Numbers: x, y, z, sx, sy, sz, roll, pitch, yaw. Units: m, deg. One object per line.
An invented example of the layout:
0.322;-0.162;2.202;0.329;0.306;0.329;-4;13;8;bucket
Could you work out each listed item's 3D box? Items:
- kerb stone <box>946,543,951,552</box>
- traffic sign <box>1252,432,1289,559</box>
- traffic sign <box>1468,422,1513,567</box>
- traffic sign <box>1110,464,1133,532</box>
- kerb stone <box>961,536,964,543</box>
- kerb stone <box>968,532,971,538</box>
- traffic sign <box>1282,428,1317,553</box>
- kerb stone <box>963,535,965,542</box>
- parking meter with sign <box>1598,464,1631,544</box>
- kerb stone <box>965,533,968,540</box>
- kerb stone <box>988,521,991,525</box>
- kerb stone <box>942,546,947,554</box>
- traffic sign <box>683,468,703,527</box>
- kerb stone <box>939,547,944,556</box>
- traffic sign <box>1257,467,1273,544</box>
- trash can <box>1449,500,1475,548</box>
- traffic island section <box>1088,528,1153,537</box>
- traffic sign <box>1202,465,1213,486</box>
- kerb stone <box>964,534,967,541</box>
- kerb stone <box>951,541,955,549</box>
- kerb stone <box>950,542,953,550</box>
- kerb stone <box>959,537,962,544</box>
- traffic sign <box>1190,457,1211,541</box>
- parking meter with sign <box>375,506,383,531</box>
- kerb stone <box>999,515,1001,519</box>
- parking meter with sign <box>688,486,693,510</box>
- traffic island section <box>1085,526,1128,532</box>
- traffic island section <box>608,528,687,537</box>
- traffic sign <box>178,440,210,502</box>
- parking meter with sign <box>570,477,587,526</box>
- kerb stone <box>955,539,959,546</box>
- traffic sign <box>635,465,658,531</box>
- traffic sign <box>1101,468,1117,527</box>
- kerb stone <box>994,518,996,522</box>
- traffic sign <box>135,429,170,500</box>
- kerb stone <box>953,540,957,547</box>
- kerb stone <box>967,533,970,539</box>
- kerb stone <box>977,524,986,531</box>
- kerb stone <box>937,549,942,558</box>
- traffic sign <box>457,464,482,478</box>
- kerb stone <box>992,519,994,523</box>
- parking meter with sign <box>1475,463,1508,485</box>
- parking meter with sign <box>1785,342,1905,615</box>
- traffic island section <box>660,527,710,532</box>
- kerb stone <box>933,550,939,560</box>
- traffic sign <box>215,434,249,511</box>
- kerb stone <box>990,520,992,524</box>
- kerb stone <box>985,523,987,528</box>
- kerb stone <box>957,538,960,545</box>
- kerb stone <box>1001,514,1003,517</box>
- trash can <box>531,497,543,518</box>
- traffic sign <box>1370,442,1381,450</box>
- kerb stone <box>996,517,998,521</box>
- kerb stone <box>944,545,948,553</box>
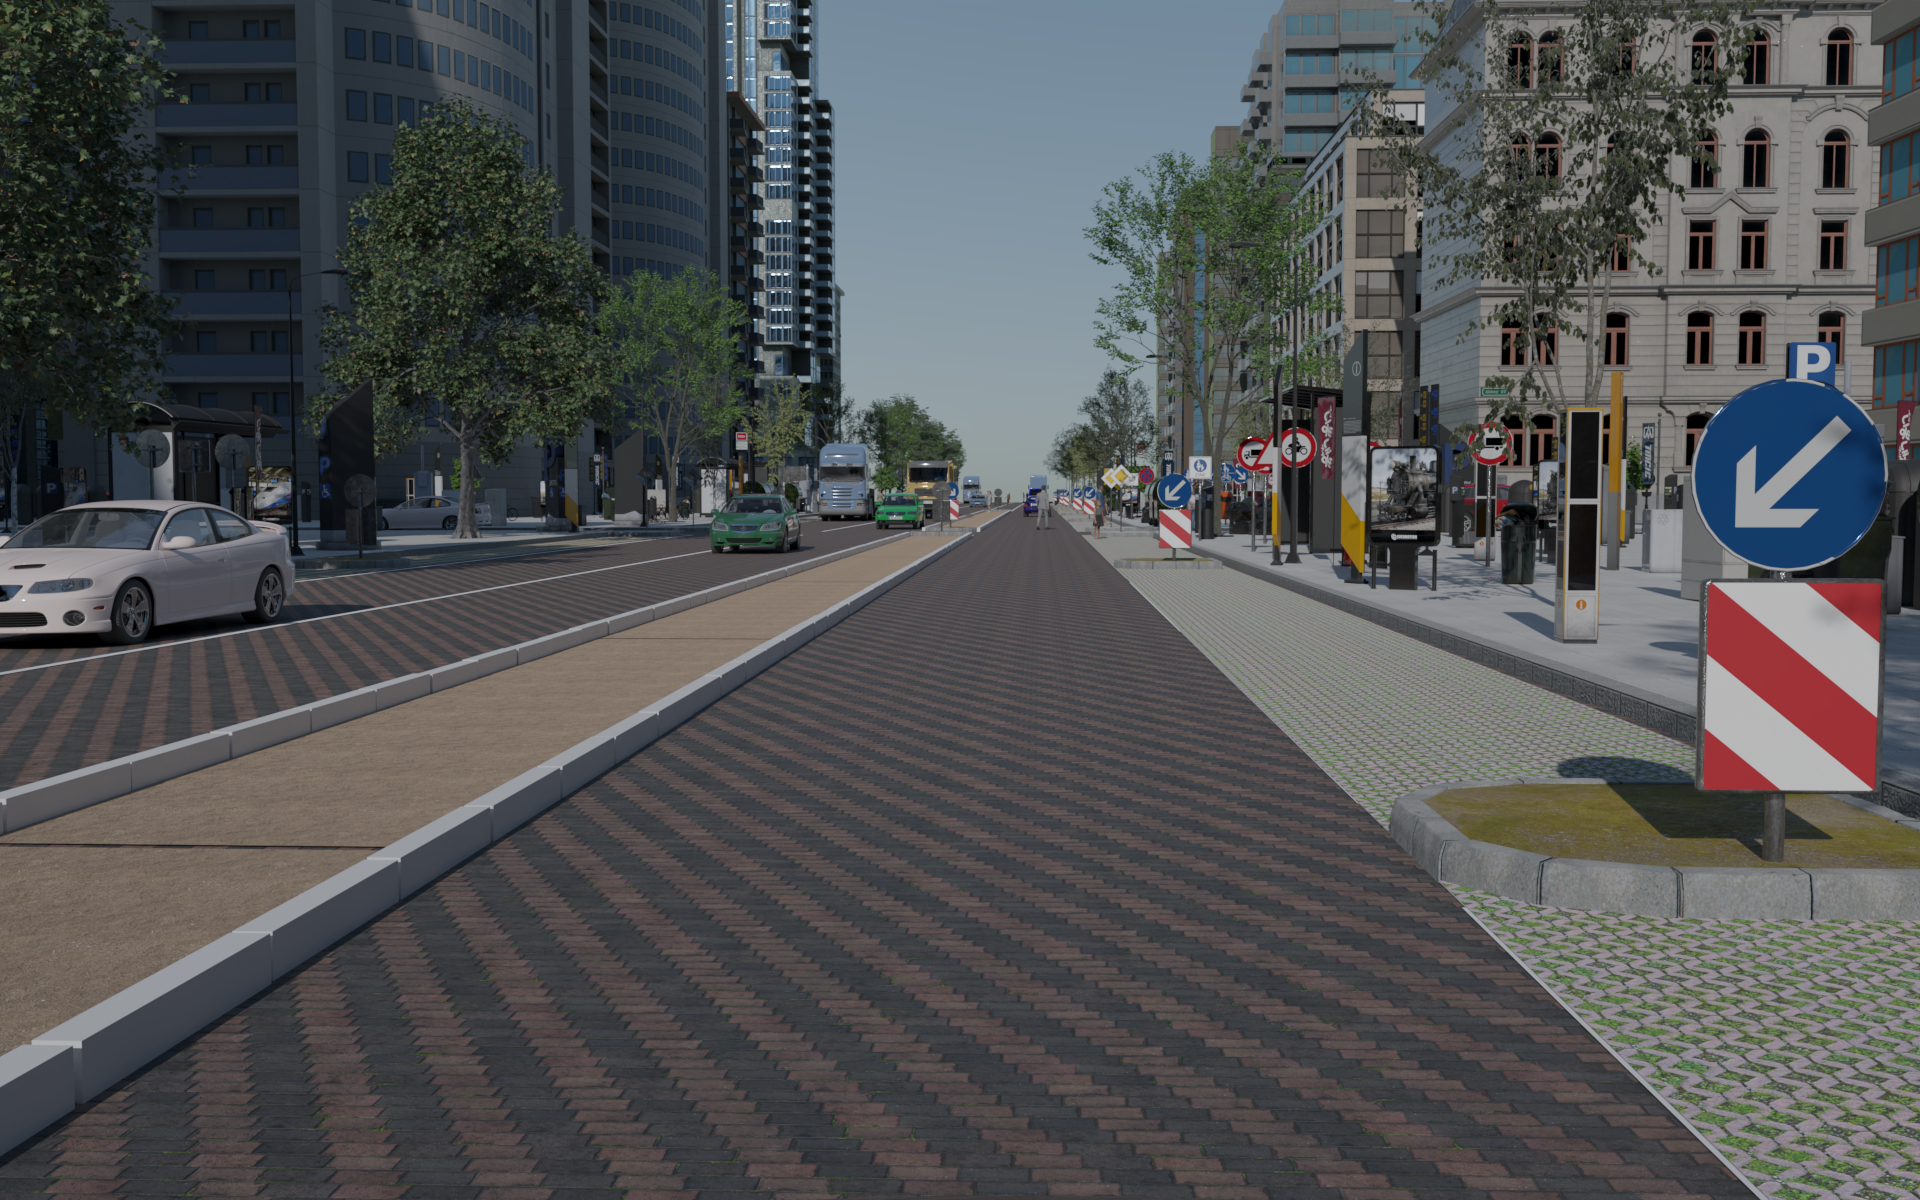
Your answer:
-0.367;-1.239;42.454;0.120;0.150;1.000;0;4;3;kerb stone
6.197;-2.087;34.119;0.884;2.594;0.081;1;4;10;traffic sign
9.308;-1.857;30.468;0.768;2.556;0.104;1;4;12;traffic sign
5.446;-3.359;58.563;0.795;2.450;0.064;0;4;3;traffic sign
-0.043;-1.678;49.636;0.120;0.150;1.000;0;4;3;kerb stone
0.193;-1.991;54.755;0.120;0.150;1.000;0;4;3;kerb stone
6.442;-2.026;33.226;0.768;2.556;0.104;1;4;11;traffic sign
0.004;-1.740;50.663;0.120;0.150;1.000;0;4;3;kerb stone
16.277;-2.945;44.404;1.738;3.016;0.543;0;4;-4;parking meter with sign
0.099;-1.866;52.706;0.120;0.150;1.000;0;4;3;kerb stone
1.150;-3.270;75.734;0.120;0.150;1.000;0;4;3;kerb stone
-0.459;-1.113;40.399;0.120;0.150;1.000;0;4;3;kerb stone
-10.367;-3.893;67.296;0.795;2.450;0.064;0;4;3;traffic sign
-0.508;-1.051;39.374;0.120;0.150;1.000;0;4;3;kerb stone
7.880;-2.727;44.692;0.768;2.556;0.104;0;4;4;traffic sign
11.971;-1.796;41.019;0.748;1.137;0.748;0;3;0;trash can
5.470;-2.224;58.639;2.009;0.180;2.903;0;4;3;traffic island section
8.273;-3.604;59.034;0.768;2.556;0.104;0;4;8;traffic sign
0.052;-1.804;51.684;0.120;0.150;1.000;0;4;3;kerb stone
-0.269;-1.364;44.507;0.120;0.150;1.000;0;4;3;kerb stone
-0.327;-1.301;43.481;0.120;0.150;1.000;0;4;3;kerb stone
-0.085;-1.615;48.599;0.120;0.150;1.000;0;4;3;kerb stone
6.569;-2.770;47.416;0.606;2.300;0.079;0;4;4;traffic sign
-20.874;-3.892;59.892;0.543;3.016;1.738;3;5;42;parking meter with sign
2.040;-4.464;95.187;0.120;0.150;1.000;0;4;3;kerb stone
-21.892;-8.924;142.169;0.543;3.016;1.738;0;4;7;parking meter with sign
5.834;-2.712;66.616;2.009;0.180;2.903;0;4;3;traffic island section
-10.755;-2.269;59.382;2.009;0.180;2.903;0;4;3;traffic island section
-14.482;-1.874;32.774;0.606;2.300;0.079;0;4;4;traffic sign
-15.611;-4.463;69.223;0.543;3.016;1.738;2;4;24;parking meter with sign
-0.185;-1.490;46.550;0.120;0.150;1.000;0;4;3;kerb stone
-10.731;-3.405;59.319;0.795;2.450;0.064;0;4;3;traffic sign
5.810;-3.847;66.540;0.795;2.450;0.064;0;4;3;traffic sign
1.569;-3.838;84.945;0.120;0.150;1.000;0;4;3;kerb stone
-15.805;-2.065;33.876;0.768;2.556;0.104;0;4;8;traffic sign
-0.227;-1.427;45.529;0.120;0.150;1.000;0;4;3;kerb stone
0.154;-1.923;53.733;0.120;0.150;1.000;0;4;3;kerb stone
0.864;-2.899;69.597;0.120;0.150;1.000;0;4;3;kerb stone
-0.551;-0.988;38.353;0.120;0.150;1.000;0;4;3;kerb stone
-16.475;-3.557;58.162;0.884;2.594;0.081;0;4;5;traffic sign
1.384;-3.587;80.847;0.120;0.150;1.000;0;4;3;kerb stone
21.284;-4.419;68.512;1.738;3.016;0.543;1;4;11;parking meter with sign
9.810;-1.400;19.148;0.543;3.016;1.738;0;4;-3;parking meter with sign
-10.390;-2.757;67.359;2.009;0.180;2.903;0;4;3;traffic island section
-0.596;-0.926;37.329;0.120;0.150;1.000;0;4;3;kerb stone
-15.415;-2.237;36.677;0.768;2.556;0.104;0;4;6;traffic sign
1.243;-3.400;77.778;0.120;0.150;1.000;0;4;3;kerb stone
0.920;-2.962;70.617;0.120;0.150;1.000;0;4;3;kerb stone
-0.144;-1.552;47.579;0.120;0.150;1.000;0;4;3;kerb stone
2.273;-4.775;100.327;0.120;0.150;1.000;0;4;3;kerb stone
-22.727;-4.983;93.117;0.748;1.137;0.748;0;3;0;trash can
9.949;-2.568;42.096;0.768;2.556;0.104;0;4;7;traffic sign
1.711;-4.026;88.018;0.120;0.150;1.000;0;4;3;kerb stone
-0.423;-1.176;41.421;0.120;0.150;1.000;0;4;3;kerb stone
